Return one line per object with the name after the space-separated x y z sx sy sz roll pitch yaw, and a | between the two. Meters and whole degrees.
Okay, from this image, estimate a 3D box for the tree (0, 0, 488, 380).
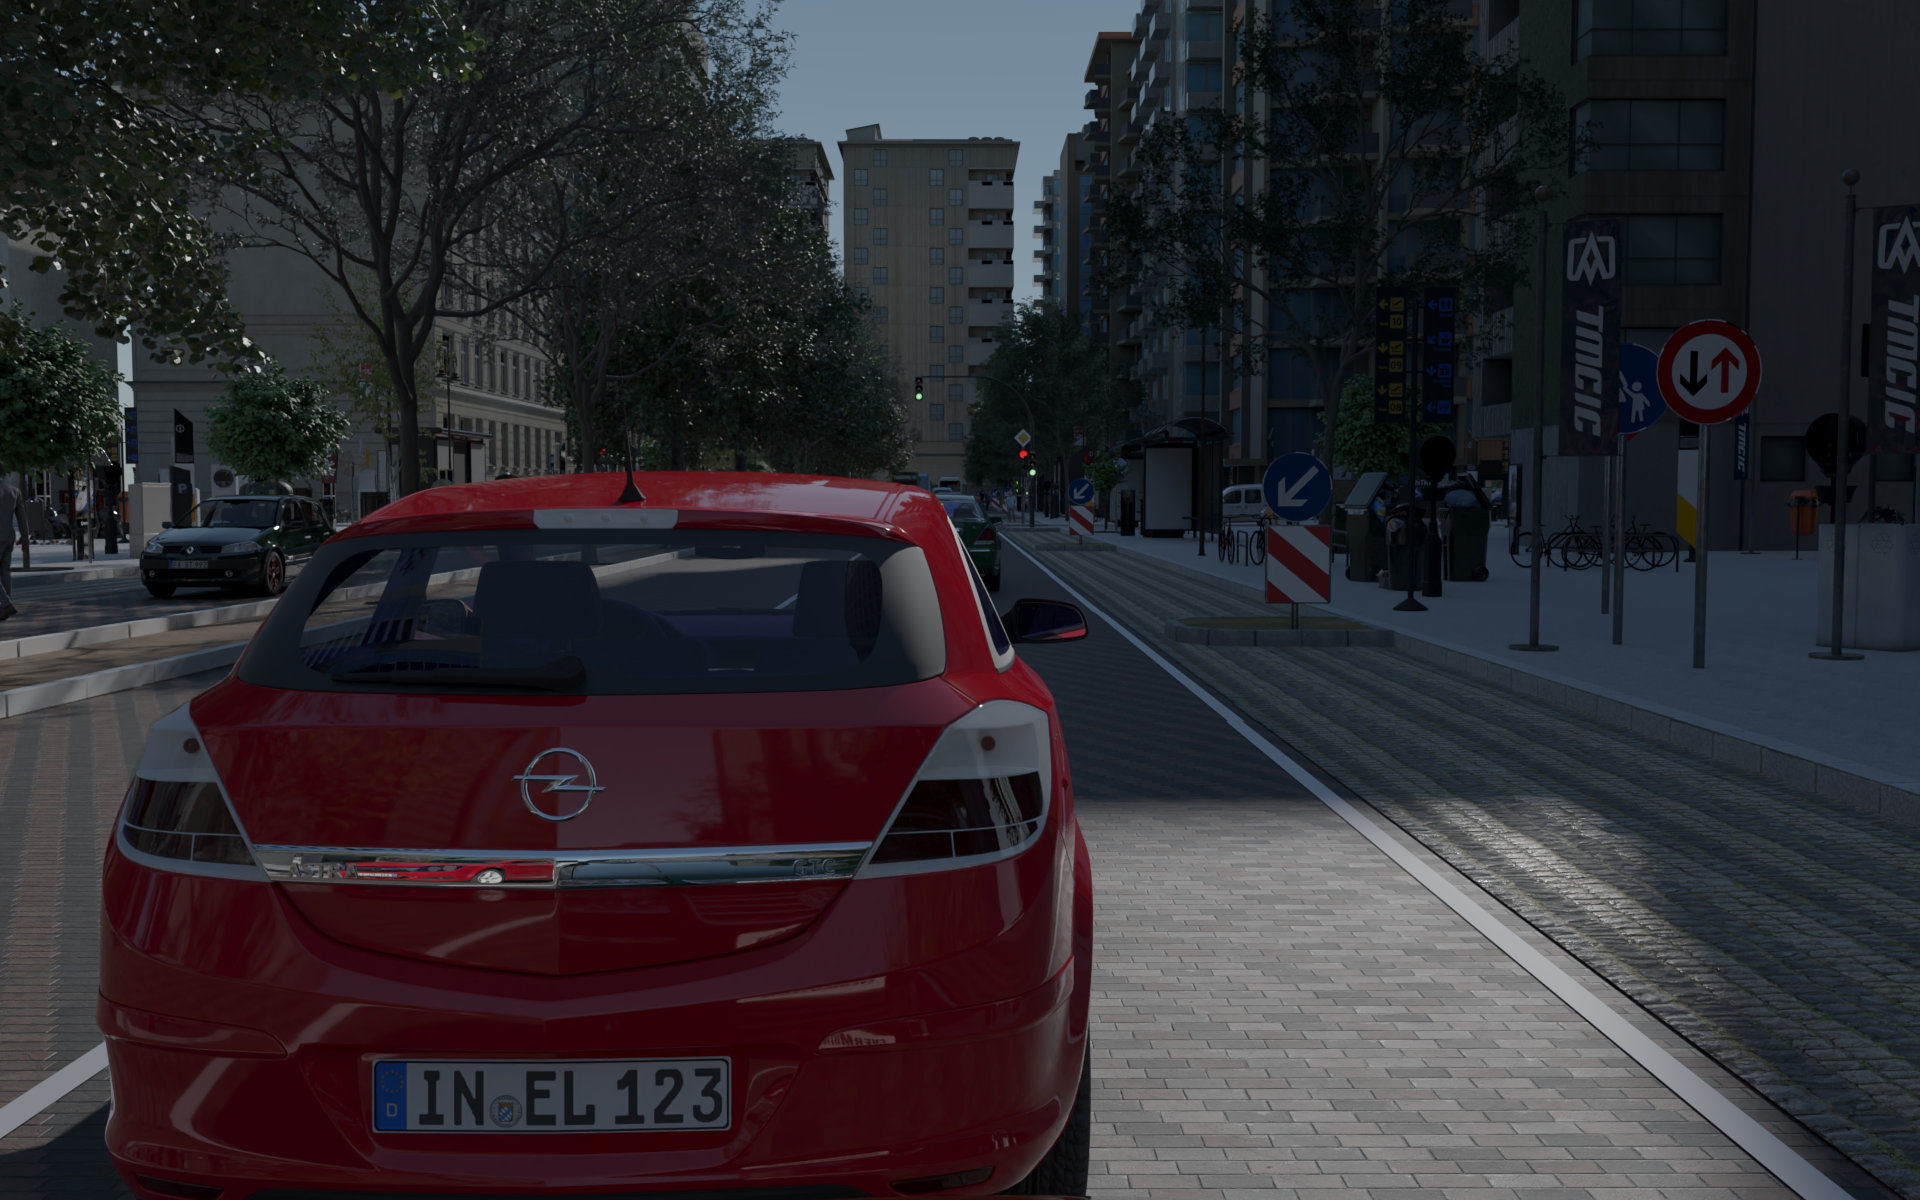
-6.993 -6.178 10.126 9.857 13.997 8.962 0 3 0 | tree

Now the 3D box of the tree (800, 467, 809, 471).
-16.289 -13.463 170.477 4.737 8.622 4.395 0 3 0 | tree

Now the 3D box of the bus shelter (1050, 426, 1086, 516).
6.388 -7.494 100.160 2.179 5.291 8.768 0 4 0 | bus shelter

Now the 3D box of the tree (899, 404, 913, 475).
-7.694 -10.761 95.403 9.611 12.733 9.660 0 3 0 | tree

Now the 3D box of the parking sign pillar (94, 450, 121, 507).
-42.754 -6.008 86.707 1.447 3.967 1.447 2 4 28 | parking sign pillar

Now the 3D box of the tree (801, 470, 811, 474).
-16.469 -12.955 195.521 4.285 4.588 4.351 0 3 0 | tree

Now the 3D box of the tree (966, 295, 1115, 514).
5.707 -12.455 110.302 9.857 13.997 8.962 0 3 0 | tree

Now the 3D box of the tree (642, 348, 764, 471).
-17.296 -11.885 112.449 7.486 12.596 7.792 0 3 0 | tree

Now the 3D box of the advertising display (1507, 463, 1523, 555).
11.759 -1.927 36.719 0.123 1.923 0.974 0 4 7 | advertising display

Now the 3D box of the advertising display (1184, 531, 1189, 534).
7.102 -3.086 55.664 0.123 1.923 0.974 -2 4 -27 | advertising display

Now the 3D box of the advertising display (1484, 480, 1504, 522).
24.823 -4.607 80.544 0.123 1.923 0.974 -3 5 -39 | advertising display

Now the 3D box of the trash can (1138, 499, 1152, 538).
5.639 -2.422 51.246 0.748 1.137 0.748 0 3 0 | trash can

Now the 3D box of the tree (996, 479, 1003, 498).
4.187 -14.998 195.583 4.737 8.622 4.395 0 3 0 | tree

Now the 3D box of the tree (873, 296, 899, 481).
-7.036 -8.304 55.230 9.611 12.733 9.660 0 3 0 | tree

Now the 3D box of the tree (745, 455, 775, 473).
-16.709 -9.633 141.205 4.285 4.588 4.351 0 3 0 | tree

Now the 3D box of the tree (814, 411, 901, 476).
-7.696 -10.232 104.158 8.767 10.594 7.601 0 4 0 | tree

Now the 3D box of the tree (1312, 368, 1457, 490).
10.407 -3.598 42.537 4.285 4.588 4.351 0 3 0 | tree

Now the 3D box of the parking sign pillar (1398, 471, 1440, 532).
15.575 -4.304 58.846 1.447 3.967 1.447 2 4 27 | parking sign pillar

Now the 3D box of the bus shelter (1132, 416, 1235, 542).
6.127 -3.299 47.858 2.014 3.302 5.546 0 3 0 | bus shelter

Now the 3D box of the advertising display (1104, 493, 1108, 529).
5.362 -3.564 63.482 0.123 1.923 0.974 0 4 4 | advertising display

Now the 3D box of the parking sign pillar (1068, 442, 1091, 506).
6.043 -6.050 87.397 1.447 3.967 1.447 -1 4 -10 | parking sign pillar

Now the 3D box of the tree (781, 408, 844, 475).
-7.679 -8.287 88.309 4.360 8.622 3.978 0 3 0 | tree

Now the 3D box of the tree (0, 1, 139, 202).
-7.056 -6.669 21.872 12.009 13.543 11.850 0 3 0 | tree

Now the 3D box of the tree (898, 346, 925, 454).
-7.422 -10.159 78.929 12.009 13.543 11.850 0 3 0 | tree

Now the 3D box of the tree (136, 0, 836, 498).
-7.411 -7.425 34.232 12.009 13.543 11.850 0 3 0 | tree

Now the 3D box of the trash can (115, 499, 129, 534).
-26.520 -2.663 55.195 0.748 1.137 0.748 0 3 0 | trash can

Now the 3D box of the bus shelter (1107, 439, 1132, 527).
6.528 -4.314 64.453 2.014 3.302 5.546 0 4 0 | bus shelter

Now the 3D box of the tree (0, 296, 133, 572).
-15.760 -2.772 29.041 4.285 4.588 4.351 0 3 0 | tree

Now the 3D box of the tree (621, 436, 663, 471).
-16.793 -6.729 93.740 4.285 4.588 4.351 0 3 0 | tree

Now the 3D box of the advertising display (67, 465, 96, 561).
-17.101 -1.745 33.747 0.123 1.923 0.974 0 4 -5 | advertising display

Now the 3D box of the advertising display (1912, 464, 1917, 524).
20.722 -1.924 36.676 0.974 1.923 0.123 1 4 14 | advertising display

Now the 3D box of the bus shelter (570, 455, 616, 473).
-16.445 -5.277 80.198 2.014 3.302 5.546 0 4 0 | bus shelter

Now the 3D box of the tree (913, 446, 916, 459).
-7.976 -12.444 122.927 9.611 12.733 9.660 0 3 0 | tree

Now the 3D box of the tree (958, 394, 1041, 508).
4.343 -14.980 161.937 9.611 12.733 9.660 0 3 0 | tree

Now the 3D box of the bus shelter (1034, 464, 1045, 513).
6.194 -8.991 124.631 2.179 5.291 8.768 0 4 0 | bus shelter

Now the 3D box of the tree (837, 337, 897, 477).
-7.774 -11.309 113.109 9.928 11.665 9.643 0 3 0 | tree

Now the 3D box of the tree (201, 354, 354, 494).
-16.013 -3.476 40.551 4.285 4.588 4.351 0 3 0 | tree

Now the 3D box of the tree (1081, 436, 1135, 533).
4.727 -3.850 57.552 1.663 3.219 1.824 0 3 0 | tree

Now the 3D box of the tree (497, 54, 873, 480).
-7.399 -7.687 45.147 9.611 12.733 9.660 0 3 0 | tree

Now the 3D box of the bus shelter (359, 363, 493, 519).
-17.243 -4.768 55.596 2.179 5.291 8.768 0 3 0 | bus shelter

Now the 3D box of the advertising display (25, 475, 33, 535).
-29.220 -3.003 54.319 0.123 1.923 0.974 -3 4 -37 | advertising display

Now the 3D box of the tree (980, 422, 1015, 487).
4.894 -16.242 183.677 7.486 12.596 7.792 0 3 0 | tree

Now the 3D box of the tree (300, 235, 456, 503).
-15.914 -5.979 48.114 4.737 8.622 4.395 0 3 0 | tree

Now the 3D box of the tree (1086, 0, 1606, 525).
6.054 -5.775 28.827 8.767 10.594 7.601 1 4 14 | tree

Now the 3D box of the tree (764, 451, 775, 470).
-16.546 -14.158 149.618 7.486 12.596 7.792 0 3 0 | tree

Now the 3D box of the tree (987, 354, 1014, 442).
5.214 -9.034 82.114 8.767 10.594 7.601 1 4 11 | tree
